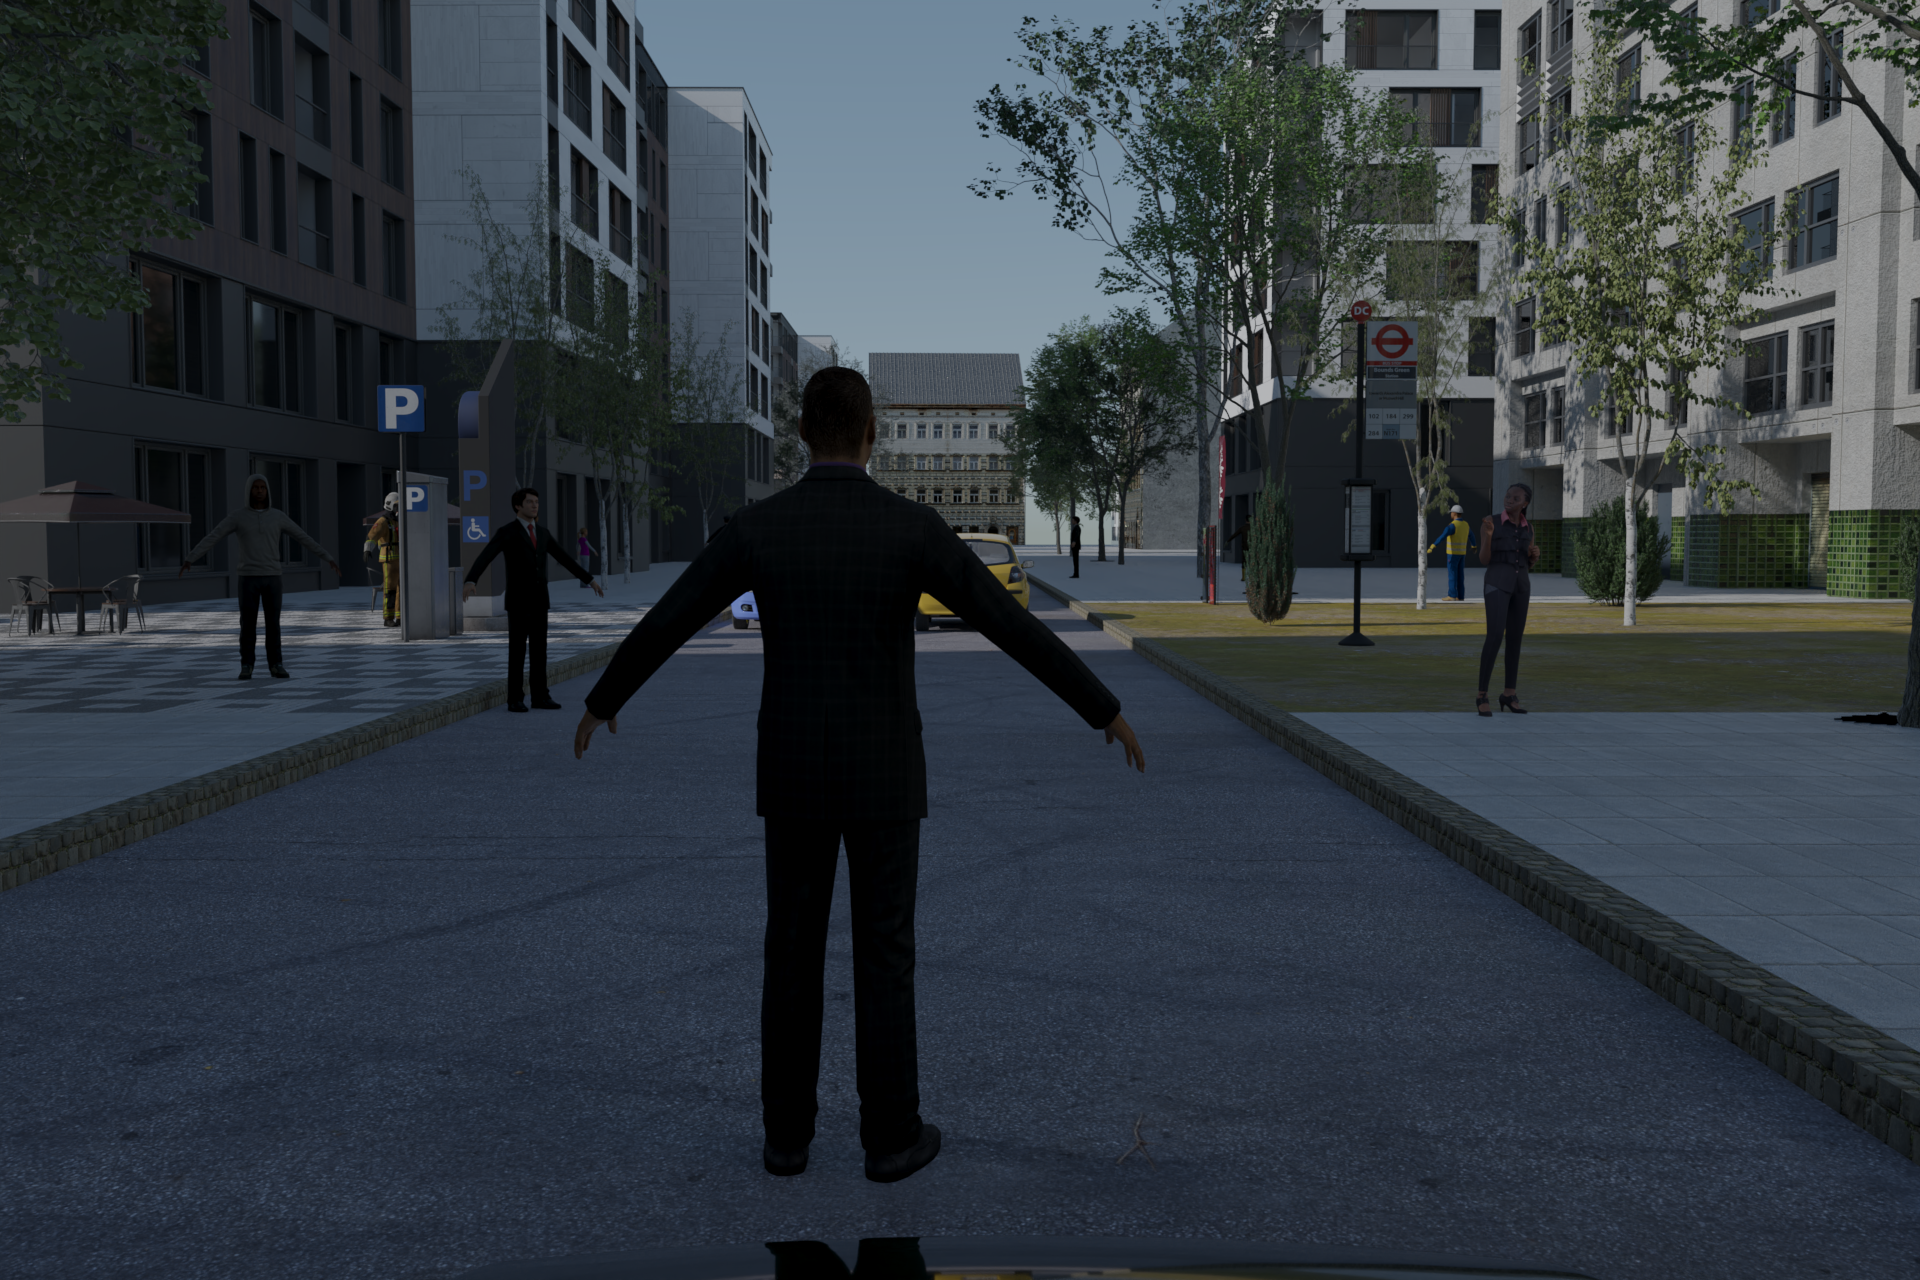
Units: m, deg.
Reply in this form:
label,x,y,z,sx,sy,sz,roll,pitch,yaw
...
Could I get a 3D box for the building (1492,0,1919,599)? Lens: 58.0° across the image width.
label,x,y,z,sx,sy,sz,roll,pitch,yaw
building,26.206,-10.726,41.834,16.747,18.905,31.486,0,3,0

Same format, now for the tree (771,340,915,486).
label,x,y,z,sx,sy,sz,roll,pitch,yaw
tree,-8.357,-12.182,109.548,12.009,13.543,11.850,0,3,0

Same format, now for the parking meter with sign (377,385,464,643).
label,x,y,z,sx,sy,sz,roll,pitch,yaw
parking meter with sign,-6.539,-1.525,21.198,0.543,3.016,1.738,0,3,0

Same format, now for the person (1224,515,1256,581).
label,x,y,z,sx,sy,sz,roll,pitch,yaw
person,7.824,-2.497,46.958,1.346,1.812,0.704,1,4,13

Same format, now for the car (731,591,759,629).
label,x,y,z,sx,sy,sz,roll,pitch,yaw
car,-2.576,-1.076,27.183,1.945,1.707,3.694,0,3,0

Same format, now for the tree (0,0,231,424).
label,x,y,z,sx,sy,sz,roll,pitch,yaw
tree,-8.491,-5.753,12.182,7.486,12.596,7.792,0,3,0

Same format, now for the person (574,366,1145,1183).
label,x,y,z,sx,sy,sz,roll,pitch,yaw
person,-0.263,0.291,3.920,1.346,1.802,0.704,1,4,10

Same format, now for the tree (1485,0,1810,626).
label,x,y,z,sx,sy,sz,roll,pitch,yaw
tree,9.349,-4.495,23.863,4.737,8.622,4.395,0,3,0

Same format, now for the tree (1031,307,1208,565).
label,x,y,z,sx,sy,sz,roll,pitch,yaw
tree,6.604,-8.422,72.105,8.767,10.594,7.601,2,4,24

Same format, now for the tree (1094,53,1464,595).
label,x,y,z,sx,sy,sz,roll,pitch,yaw
tree,6.681,-6.784,36.671,9.928,11.665,9.643,0,3,0

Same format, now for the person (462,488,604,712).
label,x,y,z,sx,sy,sz,roll,pitch,yaw
person,-3.495,-0.332,14.066,0.705,1.806,1.347,3,5,40

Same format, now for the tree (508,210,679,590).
label,x,y,z,sx,sy,sz,roll,pitch,yaw
tree,-8.132,-5.475,39.878,4.360,8.622,3.978,0,3,0

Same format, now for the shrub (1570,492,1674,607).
label,x,y,z,sx,sy,sz,roll,pitch,yaw
shrub,11.730,-1.633,30.746,1.661,2.075,1.752,0,3,0

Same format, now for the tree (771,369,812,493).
label,x,y,z,sx,sy,sz,roll,pitch,yaw
tree,-9.079,-10.043,98.619,8.767,10.594,7.601,0,4,5

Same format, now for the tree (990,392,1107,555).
label,x,y,z,sx,sy,sz,roll,pitch,yaw
tree,5.935,-10.642,108.404,7.601,10.594,8.767,2,4,25

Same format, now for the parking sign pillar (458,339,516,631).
label,x,y,z,sx,sy,sz,roll,pitch,yaw
parking sign pillar,-6.374,-2.136,23.398,1.447,3.967,1.447,0,4,0

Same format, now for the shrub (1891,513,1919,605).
label,x,y,z,sx,sy,sz,roll,pitch,yaw
shrub,15.216,-1.354,26.556,1.690,2.028,1.600,0,3,0

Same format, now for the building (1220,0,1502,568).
label,x,y,z,sx,sy,sz,roll,pitch,yaw
building,25.853,-14.511,81.224,27.936,21.610,32.646,0,3,0

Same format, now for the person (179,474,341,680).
label,x,y,z,sx,sy,sz,roll,pitch,yaw
person,-6.210,-0.565,15.372,1.348,1.813,0.705,-2,4,-30

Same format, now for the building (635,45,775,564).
label,x,y,z,sx,sy,sz,roll,pitch,yaw
building,-23.797,-14.265,77.200,27.936,21.610,32.646,0,4,-1

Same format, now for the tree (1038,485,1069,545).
label,x,y,z,sx,sy,sz,roll,pitch,yaw
tree,11.212,-15.554,204.666,4.737,8.622,4.395,0,3,0

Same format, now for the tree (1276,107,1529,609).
label,x,y,z,sx,sy,sz,roll,pitch,yaw
tree,8.115,-4.833,29.375,4.360,8.622,3.978,0,3,0

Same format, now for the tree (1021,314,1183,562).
label,x,y,z,sx,sy,sz,roll,pitch,yaw
tree,6.704,-9.484,80.817,9.928,11.665,9.643,0,3,0

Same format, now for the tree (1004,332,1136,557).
label,x,y,z,sx,sy,sz,roll,pitch,yaw
tree,5.976,-10.983,97.697,7.486,12.596,7.792,0,3,0

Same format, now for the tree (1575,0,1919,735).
label,x,y,z,sx,sy,sz,roll,pitch,yaw
tree,6.602,-5.218,11.069,9.928,11.665,9.643,0,3,0

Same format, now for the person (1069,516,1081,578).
label,x,y,z,sx,sy,sz,roll,pitch,yaw
person,3.343,-2.707,50.441,0.705,1.806,1.347,0,4,2

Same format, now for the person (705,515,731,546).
label,x,y,z,sx,sy,sz,roll,pitch,yaw
person,-6.929,-2.790,51.553,1.347,1.837,0.705,0,4,-5

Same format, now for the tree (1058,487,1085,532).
label,x,y,z,sx,sy,sz,roll,pitch,yaw
tree,13.696,-15.841,209.363,4.360,8.622,3.978,0,3,0

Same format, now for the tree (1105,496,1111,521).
label,x,y,z,sx,sy,sz,roll,pitch,yaw
tree,19.014,-15.711,207.243,4.360,8.622,3.978,0,3,0

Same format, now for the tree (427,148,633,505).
label,x,y,z,sx,sy,sz,roll,pitch,yaw
tree,-8.532,-5.077,33.378,4.360,8.622,3.978,0,3,0

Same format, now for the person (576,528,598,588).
label,x,y,z,sx,sy,sz,roll,pitch,yaw
person,-8.833,-1.939,40.974,0.599,1.433,0.991,-3,4,-39

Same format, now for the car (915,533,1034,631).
label,x,y,z,sx,sy,sz,roll,pitch,yaw
car,0.174,-1.027,27.007,2.015,1.641,3.980,0,3,0

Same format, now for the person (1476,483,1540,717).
label,x,y,z,sx,sy,sz,roll,pitch,yaw
person,3.890,-0.291,12.274,0.415,1.643,0.593,2,4,32

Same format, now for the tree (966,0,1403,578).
label,x,y,z,sx,sy,sz,roll,pitch,yaw
tree,6.110,-11.838,49.439,12.611,20.169,13.585,0,3,0

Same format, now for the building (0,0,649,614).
label,x,y,z,sx,sy,sz,roll,pitch,yaw
building,-24.916,-12.204,43.506,27.936,21.610,32.646,0,4,1

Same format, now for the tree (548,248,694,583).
label,x,y,z,sx,sy,sz,roll,pitch,yaw
tree,-8.658,-5.767,44.652,4.737,8.622,4.395,0,3,0

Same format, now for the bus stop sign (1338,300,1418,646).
label,x,y,z,sx,sy,sz,roll,pitch,yaw
bus stop sign,4.799,-1.907,19.879,0.855,3.939,0.416,0,4,0

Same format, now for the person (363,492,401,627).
label,x,y,z,sx,sy,sz,roll,pitch,yaw
person,-7.818,-1.117,24.039,0.705,1.858,1.354,2,4,25

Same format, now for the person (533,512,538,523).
label,x,y,z,sx,sy,sz,roll,pitch,yaw
person,-8.416,-1.697,34.467,1.216,1.740,0.721,2,4,28

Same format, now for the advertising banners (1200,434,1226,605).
label,x,y,z,sx,sy,sz,roll,pitch,yaw
advertising banners,4.597,-2.157,31.454,0.090,3.025,2.074,0,4,-2

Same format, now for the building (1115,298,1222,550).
label,x,y,z,sx,sy,sz,roll,pitch,yaw
building,23.965,-19.507,149.859,19.493,23.208,18.063,0,4,-1

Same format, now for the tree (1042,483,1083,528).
label,x,y,z,sx,sy,sz,roll,pitch,yaw
tree,6.690,-10.135,116.066,4.737,8.622,4.395,0,3,0

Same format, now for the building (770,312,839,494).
label,x,y,z,sx,sy,sz,roll,pitch,yaw
building,-27.109,-20.295,175.803,27.936,21.610,32.646,0,4,-1

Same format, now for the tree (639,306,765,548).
label,x,y,z,sx,sy,sz,roll,pitch,yaw
tree,-8.207,-6.466,56.077,4.360,8.622,3.978,0,3,0

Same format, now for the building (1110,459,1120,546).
label,x,y,z,sx,sy,sz,roll,pitch,yaw
building,21.060,-14.335,176.516,9.099,9.664,28.070,0,3,0

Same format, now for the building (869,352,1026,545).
label,x,y,z,sx,sy,sz,roll,pitch,yaw
building,-1.926,-22.959,208.766,18.063,23.208,19.493,0,4,-3

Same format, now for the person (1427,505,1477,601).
label,x,y,z,sx,sy,sz,roll,pitch,yaw
person,9.500,-1.668,33.233,1.349,1.833,0.705,-2,4,-34
